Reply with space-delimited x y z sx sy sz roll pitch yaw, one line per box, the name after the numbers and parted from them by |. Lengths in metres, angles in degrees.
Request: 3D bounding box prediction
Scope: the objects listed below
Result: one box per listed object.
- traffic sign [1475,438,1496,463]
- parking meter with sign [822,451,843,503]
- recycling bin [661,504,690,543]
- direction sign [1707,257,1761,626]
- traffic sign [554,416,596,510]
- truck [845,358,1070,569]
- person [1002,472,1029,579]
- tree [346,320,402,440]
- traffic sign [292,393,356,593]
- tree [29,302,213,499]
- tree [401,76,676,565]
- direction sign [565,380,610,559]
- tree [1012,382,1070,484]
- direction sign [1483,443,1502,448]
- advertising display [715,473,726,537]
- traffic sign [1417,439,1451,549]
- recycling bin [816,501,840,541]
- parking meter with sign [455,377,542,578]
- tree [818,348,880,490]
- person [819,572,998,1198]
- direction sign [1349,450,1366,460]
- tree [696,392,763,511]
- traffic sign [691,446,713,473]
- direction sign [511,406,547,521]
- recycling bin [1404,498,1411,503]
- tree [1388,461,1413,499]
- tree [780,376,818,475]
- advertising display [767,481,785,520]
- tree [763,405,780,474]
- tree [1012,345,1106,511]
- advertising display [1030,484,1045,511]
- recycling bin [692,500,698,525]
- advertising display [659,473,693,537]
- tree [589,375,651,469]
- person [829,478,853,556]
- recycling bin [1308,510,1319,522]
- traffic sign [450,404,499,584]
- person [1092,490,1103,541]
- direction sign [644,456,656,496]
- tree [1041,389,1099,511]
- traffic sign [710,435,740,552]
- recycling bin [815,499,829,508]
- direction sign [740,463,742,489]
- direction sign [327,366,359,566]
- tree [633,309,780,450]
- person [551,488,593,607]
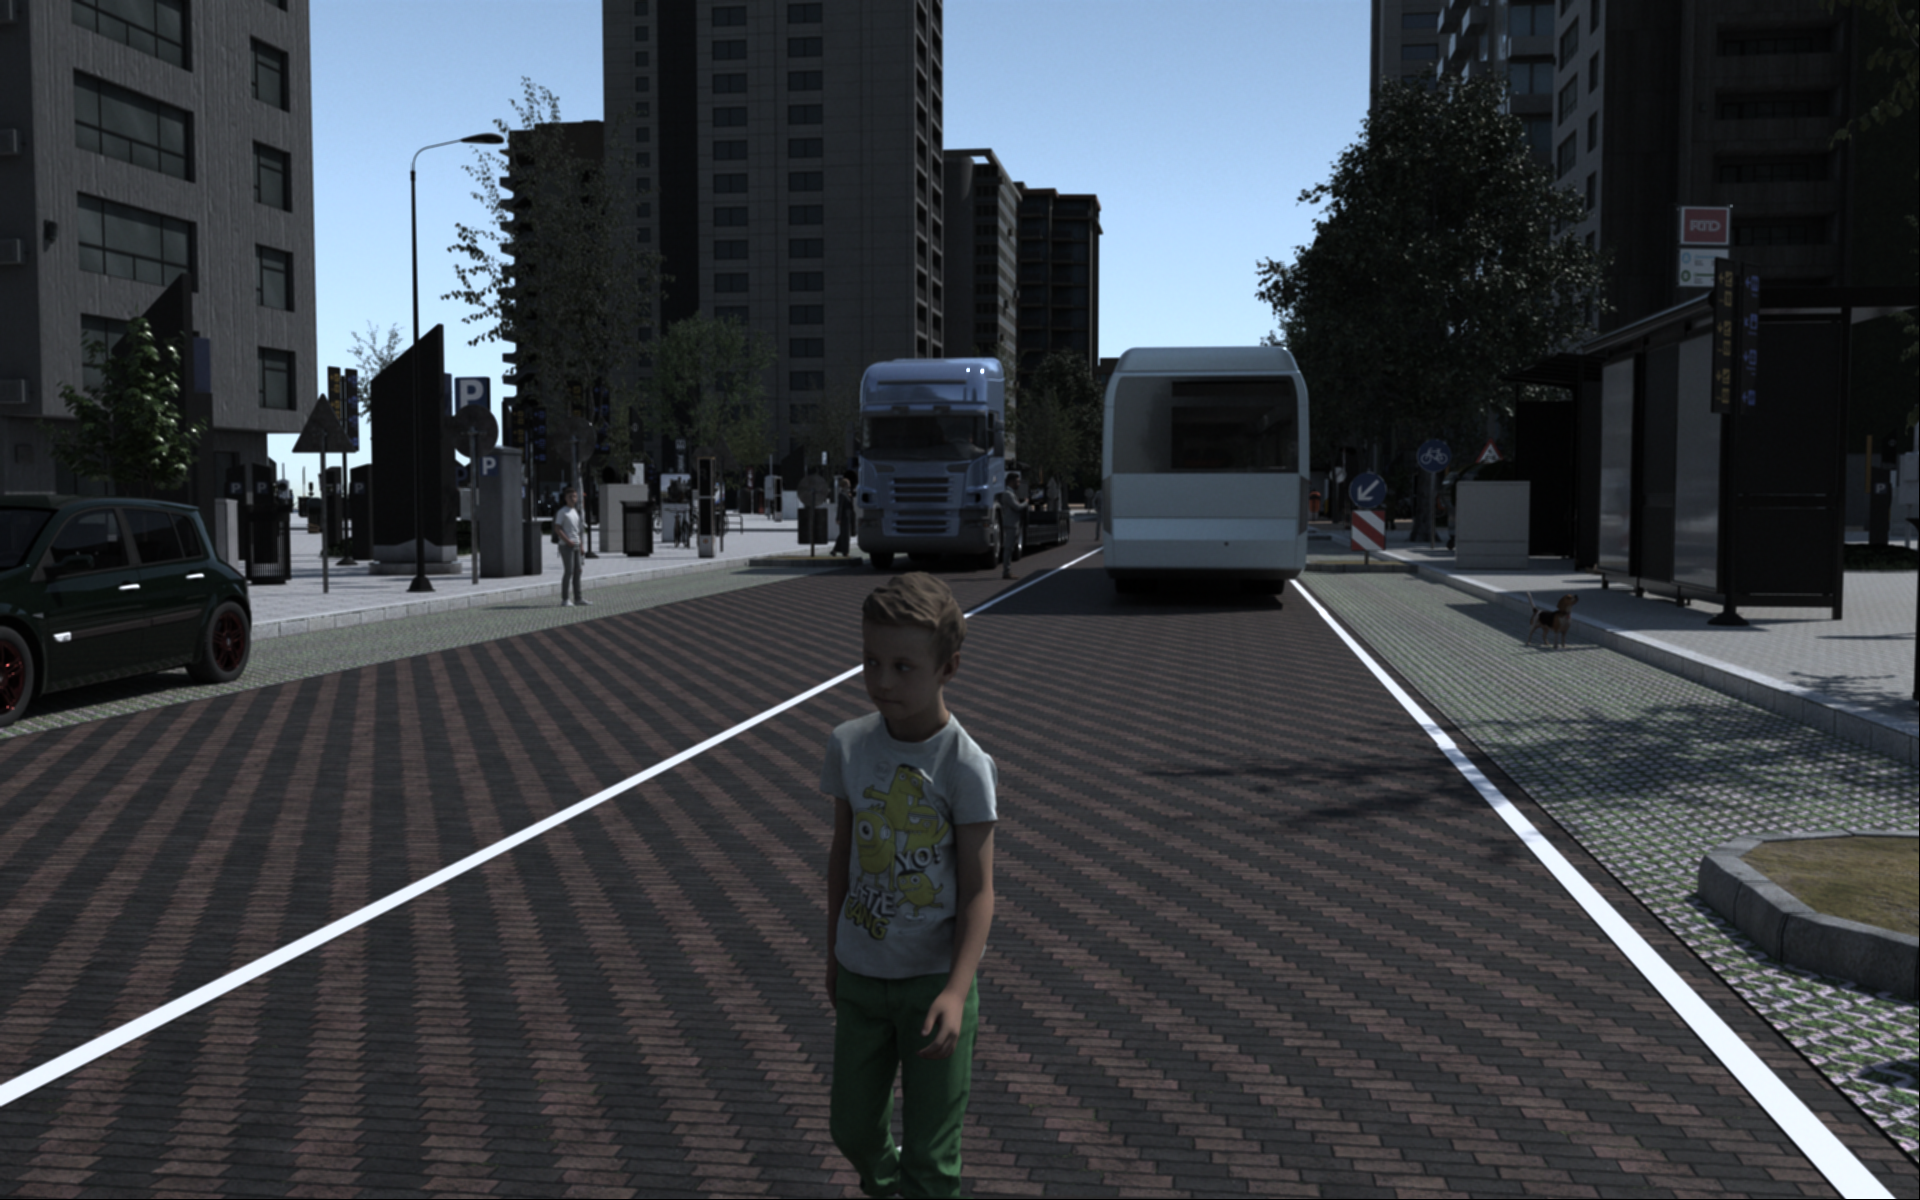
12.281 -2.456 40.154 0.884 2.594 0.081 1 4 14 | traffic sign
-4.765 -4.591 71.318 1.738 3.016 0.543 -2 4 -26 | parking meter with sign
-7.592 -2.054 46.130 0.722 1.027 0.722 -1 4 -11 | recycling bin
7.550 -1.524 16.915 0.876 3.537 0.379 -3 5 -40 | direction sign
-6.304 -1.725 28.314 0.768 2.556 0.104 1 4 16 | traffic sign
0.555 -3.082 40.149 2.967 4.110 18.799 1 4 8 | truck
0.933 -1.259 29.265 0.466 1.800 0.511 0 4 -5 | person
-24.009 -7.529 73.463 4.360 8.622 3.978 0 3 0 | tree
-8.222 -1.369 22.382 0.884 2.594 0.081 1 4 9 | traffic sign
-8.079 -1.389 17.309 1.663 3.219 1.824 0 3 0 | tree
-6.893 -4.917 30.761 4.360 8.622 3.978 0 3 0 | tree
-7.407 -2.601 34.526 0.876 3.537 0.379 0 4 0 | direction sign
5.205 -10.046 114.613 4.360 8.622 3.978 0 3 0 | tree
23.703 -5.207 77.124 0.876 3.537 0.379 1 4 17 | direction sign
-7.385 -2.870 52.135 0.123 1.923 0.974 2 4 27 | advertising display
11.031 -2.461 40.346 0.768 2.556 0.104 1 4 16 | traffic sign
-3.417 -2.122 47.245 0.722 1.027 0.722 1 4 10 | recycling bin
-7.051 -1.860 26.675 0.543 3.016 1.738 1 4 15 | parking meter with sign
-4.868 -8.438 88.316 4.360 8.622 3.978 0 3 0 | tree
-0.088 0.599 2.954 0.306 1.304 0.590 0 4 2 | person
20.398 -5.927 88.896 0.876 3.537 0.379 1 4 16 | direction sign
-17.440 -10.669 124.807 4.737 8.622 4.395 0 3 0 | tree
-6.760 -2.802 45.915 0.768 2.556 0.104 1 4 8 | traffic sign
-11.168 -3.238 44.933 0.876 3.537 0.379 -1 4 -23 | direction sign
29.776 -6.343 116.257 0.722 1.027 0.722 -1 4 -12 | recycling bin
25.530 -6.437 99.848 1.663 3.219 1.824 0 3 0 | tree
-8.415 -9.403 104.096 4.360 8.622 3.978 0 3 0 | tree
-9.264 -5.016 87.224 0.974 1.923 0.123 1 4 17 | advertising display
-15.885 -11.143 132.557 4.737 8.622 4.395 0 3 0 | tree
8.166 -13.254 133.713 9.611 12.733 9.660 0 3 0 | tree
4.791 -6.232 107.107 0.974 1.923 0.123 2 4 31 | advertising display
-11.407 -3.720 73.371 0.722 1.027 0.722 1 4 18 | recycling bin
-8.506 -2.853 51.861 0.974 1.923 0.123 0 4 -3 | advertising display
-20.725 -9.531 106.199 4.737 8.622 4.395 0 3 0 | tree
-2.579 -1.776 37.958 0.534 1.772 0.576 -1 4 -15 | person
16.355 -4.210 81.380 0.722 1.027 0.722 -2 4 -27 | recycling bin
-6.901 -1.496 24.574 0.768 2.556 0.104 1 4 15 | traffic sign
4.415 -2.742 53.433 0.635 1.810 0.391 -1 4 -15 | person
-18.552 -6.749 102.337 0.876 3.537 0.379 -1 4 -15 | direction sign
6.886 -10.422 120.765 4.737 8.622 4.395 0 3 0 | tree
-5.279 -2.342 38.290 0.884 2.594 0.081 1 4 16 | traffic sign
-7.502 -4.946 93.417 0.722 1.027 0.722 1 4 22 | recycling bin
-16.219 -8.341 128.379 0.379 3.537 0.876 -1 4 -18 | direction sign
-11.068 -2.395 31.158 0.379 3.537 0.876 1 4 14 | direction sign
-14.136 -10.426 96.217 9.928 11.665 9.643 0 3 0 | tree
-4.939 -0.668 22.025 0.523 1.515 0.503 -1 4 -11 | person
